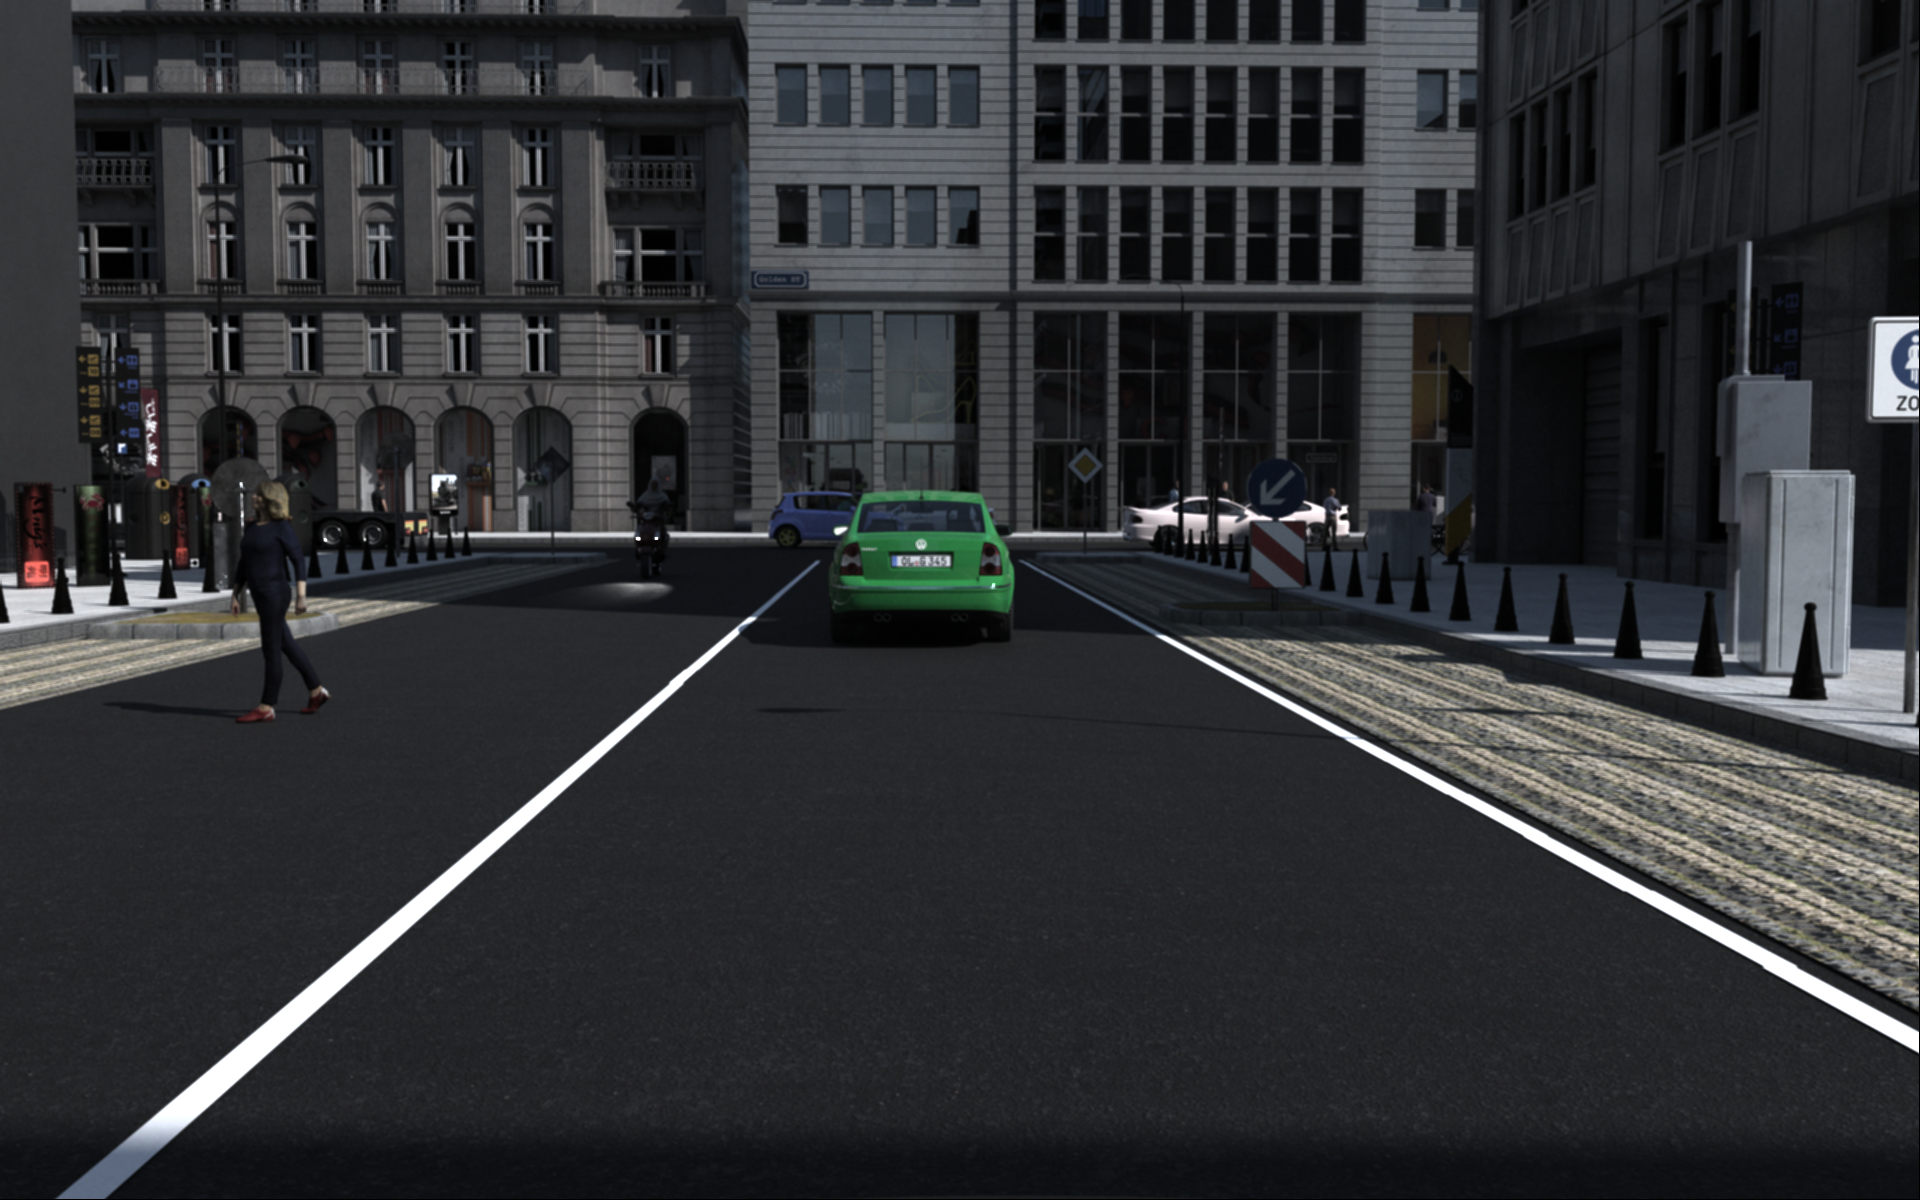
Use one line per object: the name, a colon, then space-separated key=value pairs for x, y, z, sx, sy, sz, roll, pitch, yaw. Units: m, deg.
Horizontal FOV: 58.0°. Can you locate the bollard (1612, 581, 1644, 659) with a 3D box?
bollard: x=5.229 y=0.153 z=13.541 sx=0.229 sy=0.601 sz=0.229 roll=0 pitch=3 yaw=0

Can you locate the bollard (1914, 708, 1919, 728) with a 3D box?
bollard: x=5.377 y=0.400 z=9.508 sx=0.229 sy=0.601 sz=0.229 roll=0 pitch=3 yaw=0

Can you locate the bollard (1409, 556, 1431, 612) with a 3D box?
bollard: x=5.032 y=-0.177 z=18.928 sx=0.229 sy=0.601 sz=0.229 roll=0 pitch=3 yaw=0

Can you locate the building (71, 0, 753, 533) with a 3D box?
building: x=-19.314 y=-13.519 z=62.843 sx=24.055 sy=21.916 sz=13.314 roll=0 pitch=4 yaw=-2

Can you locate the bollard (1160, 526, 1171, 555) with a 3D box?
bollard: x=4.387 y=-1.244 z=36.388 sx=0.229 sy=0.601 sz=0.229 roll=0 pitch=3 yaw=0

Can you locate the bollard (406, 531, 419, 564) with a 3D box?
bollard: x=-10.122 y=-0.977 z=32.015 sx=0.229 sy=0.601 sz=0.229 roll=0 pitch=3 yaw=0

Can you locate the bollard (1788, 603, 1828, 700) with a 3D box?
bollard: x=5.326 y=0.317 z=10.865 sx=0.229 sy=0.601 sz=0.229 roll=0 pitch=3 yaw=0

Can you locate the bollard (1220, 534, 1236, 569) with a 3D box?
bollard: x=4.639 y=-0.834 z=29.681 sx=0.229 sy=0.601 sz=0.229 roll=0 pitch=3 yaw=0

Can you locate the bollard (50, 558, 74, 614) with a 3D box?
bollard: x=-9.634 y=-0.155 z=18.573 sx=0.229 sy=0.601 sz=0.229 roll=0 pitch=3 yaw=0

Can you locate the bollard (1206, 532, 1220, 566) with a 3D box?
bollard: x=4.588 y=-0.916 z=31.019 sx=0.229 sy=0.601 sz=0.229 roll=0 pitch=3 yaw=0

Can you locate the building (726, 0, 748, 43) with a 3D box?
building: x=-30.420 y=-45.331 z=179.419 sx=20.611 sy=71.187 sz=20.563 roll=0 pitch=4 yaw=-2

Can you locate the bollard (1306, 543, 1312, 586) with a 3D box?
bollard: x=4.832 y=-0.506 z=24.320 sx=0.229 sy=0.601 sz=0.229 roll=0 pitch=3 yaw=0

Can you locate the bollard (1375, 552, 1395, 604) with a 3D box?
bollard: x=4.979 y=-0.260 z=20.286 sx=0.229 sy=0.601 sz=0.229 roll=0 pitch=3 yaw=0

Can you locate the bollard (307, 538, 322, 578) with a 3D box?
bollard: x=-9.929 y=-0.647 z=26.618 sx=0.229 sy=0.601 sz=0.229 roll=0 pitch=3 yaw=0

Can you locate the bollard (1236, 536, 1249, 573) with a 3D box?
bollard: x=4.689 y=-0.752 z=28.340 sx=0.229 sy=0.601 sz=0.229 roll=0 pitch=3 yaw=0

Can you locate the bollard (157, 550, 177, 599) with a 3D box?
bollard: x=-9.732 y=-0.319 z=21.250 sx=0.229 sy=0.601 sz=0.229 roll=0 pitch=3 yaw=0

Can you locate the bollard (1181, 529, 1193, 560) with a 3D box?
bollard: x=4.487 y=-1.080 z=33.707 sx=0.229 sy=0.601 sz=0.229 roll=0 pitch=3 yaw=0

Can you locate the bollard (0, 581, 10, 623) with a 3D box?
bollard: x=-9.586 y=-0.073 z=17.227 sx=0.229 sy=0.601 sz=0.229 roll=0 pitch=3 yaw=0

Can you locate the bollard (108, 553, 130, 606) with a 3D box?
bollard: x=-9.680 y=-0.237 z=19.911 sx=0.229 sy=0.601 sz=0.229 roll=0 pitch=3 yaw=0

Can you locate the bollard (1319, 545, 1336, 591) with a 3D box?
bollard: x=4.881 y=-0.425 z=22.982 sx=0.229 sy=0.601 sz=0.229 roll=0 pitch=3 yaw=0

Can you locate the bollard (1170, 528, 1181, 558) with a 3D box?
bollard: x=4.440 y=-1.162 z=35.048 sx=0.229 sy=0.601 sz=0.229 roll=0 pitch=3 yaw=0

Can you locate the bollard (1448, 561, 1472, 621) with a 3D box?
bollard: x=5.080 y=-0.094 z=17.582 sx=0.229 sy=0.601 sz=0.229 roll=0 pitch=3 yaw=0

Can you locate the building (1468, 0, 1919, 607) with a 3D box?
building: x=15.902 y=-12.480 z=22.065 sx=12.078 sy=24.808 sz=19.932 roll=0 pitch=4 yaw=-2

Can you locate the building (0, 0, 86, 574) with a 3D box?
building: x=-27.263 y=-14.112 z=24.235 sx=24.014 sy=27.812 sz=14.314 roll=0 pitch=4 yaw=-2

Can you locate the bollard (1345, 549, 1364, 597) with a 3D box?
bollard: x=4.933 y=-0.342 z=21.629 sx=0.229 sy=0.601 sz=0.229 roll=0 pitch=3 yaw=0

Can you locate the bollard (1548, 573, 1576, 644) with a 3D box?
bollard: x=5.178 y=0.071 z=14.889 sx=0.229 sy=0.601 sz=0.229 roll=0 pitch=3 yaw=0

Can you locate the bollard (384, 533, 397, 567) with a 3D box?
bollard: x=-10.081 y=-0.895 z=30.668 sx=0.229 sy=0.601 sz=0.229 roll=0 pitch=3 yaw=0

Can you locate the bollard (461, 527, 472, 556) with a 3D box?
bollard: x=-10.274 y=-1.223 z=36.037 sx=0.229 sy=0.601 sz=0.229 roll=0 pitch=3 yaw=0

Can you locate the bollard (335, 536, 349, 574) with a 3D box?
bollard: x=-9.977 y=-0.729 z=27.956 sx=0.229 sy=0.601 sz=0.229 roll=0 pitch=3 yaw=0

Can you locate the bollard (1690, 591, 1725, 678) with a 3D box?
bollard: x=5.277 y=0.235 z=12.203 sx=0.229 sy=0.601 sz=0.229 roll=0 pitch=3 yaw=0

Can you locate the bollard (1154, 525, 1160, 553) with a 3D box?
bollard: x=4.341 y=-1.326 z=37.726 sx=0.229 sy=0.601 sz=0.229 roll=0 pitch=3 yaw=0

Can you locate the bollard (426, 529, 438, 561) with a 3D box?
bollard: x=-10.179 y=-1.059 z=33.361 sx=0.229 sy=0.601 sz=0.229 roll=0 pitch=3 yaw=0

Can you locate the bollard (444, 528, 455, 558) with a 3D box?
bollard: x=-10.227 y=-1.141 z=34.699 sx=0.229 sy=0.601 sz=0.229 roll=0 pitch=3 yaw=0

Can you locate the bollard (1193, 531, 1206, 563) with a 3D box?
bollard: x=4.536 y=-0.998 z=32.361 sx=0.229 sy=0.601 sz=0.229 roll=0 pitch=3 yaw=0

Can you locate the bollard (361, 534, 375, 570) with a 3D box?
bollard: x=-10.024 y=-0.811 z=29.294 sx=0.229 sy=0.601 sz=0.229 roll=0 pitch=3 yaw=0

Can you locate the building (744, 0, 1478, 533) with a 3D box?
building: x=7.651 y=-17.409 z=62.127 sx=29.804 sy=29.767 sz=11.434 roll=0 pitch=4 yaw=-2

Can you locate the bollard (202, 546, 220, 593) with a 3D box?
bollard: x=-9.783 y=-0.401 z=22.600 sx=0.229 sy=0.601 sz=0.229 roll=0 pitch=3 yaw=0

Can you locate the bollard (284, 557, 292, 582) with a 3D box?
bollard: x=-9.882 y=-0.565 z=25.279 sx=0.229 sy=0.601 sz=0.229 roll=0 pitch=3 yaw=0

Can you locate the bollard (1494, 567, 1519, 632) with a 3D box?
bollard: x=5.127 y=-0.012 z=16.244 sx=0.229 sy=0.601 sz=0.229 roll=0 pitch=3 yaw=0
